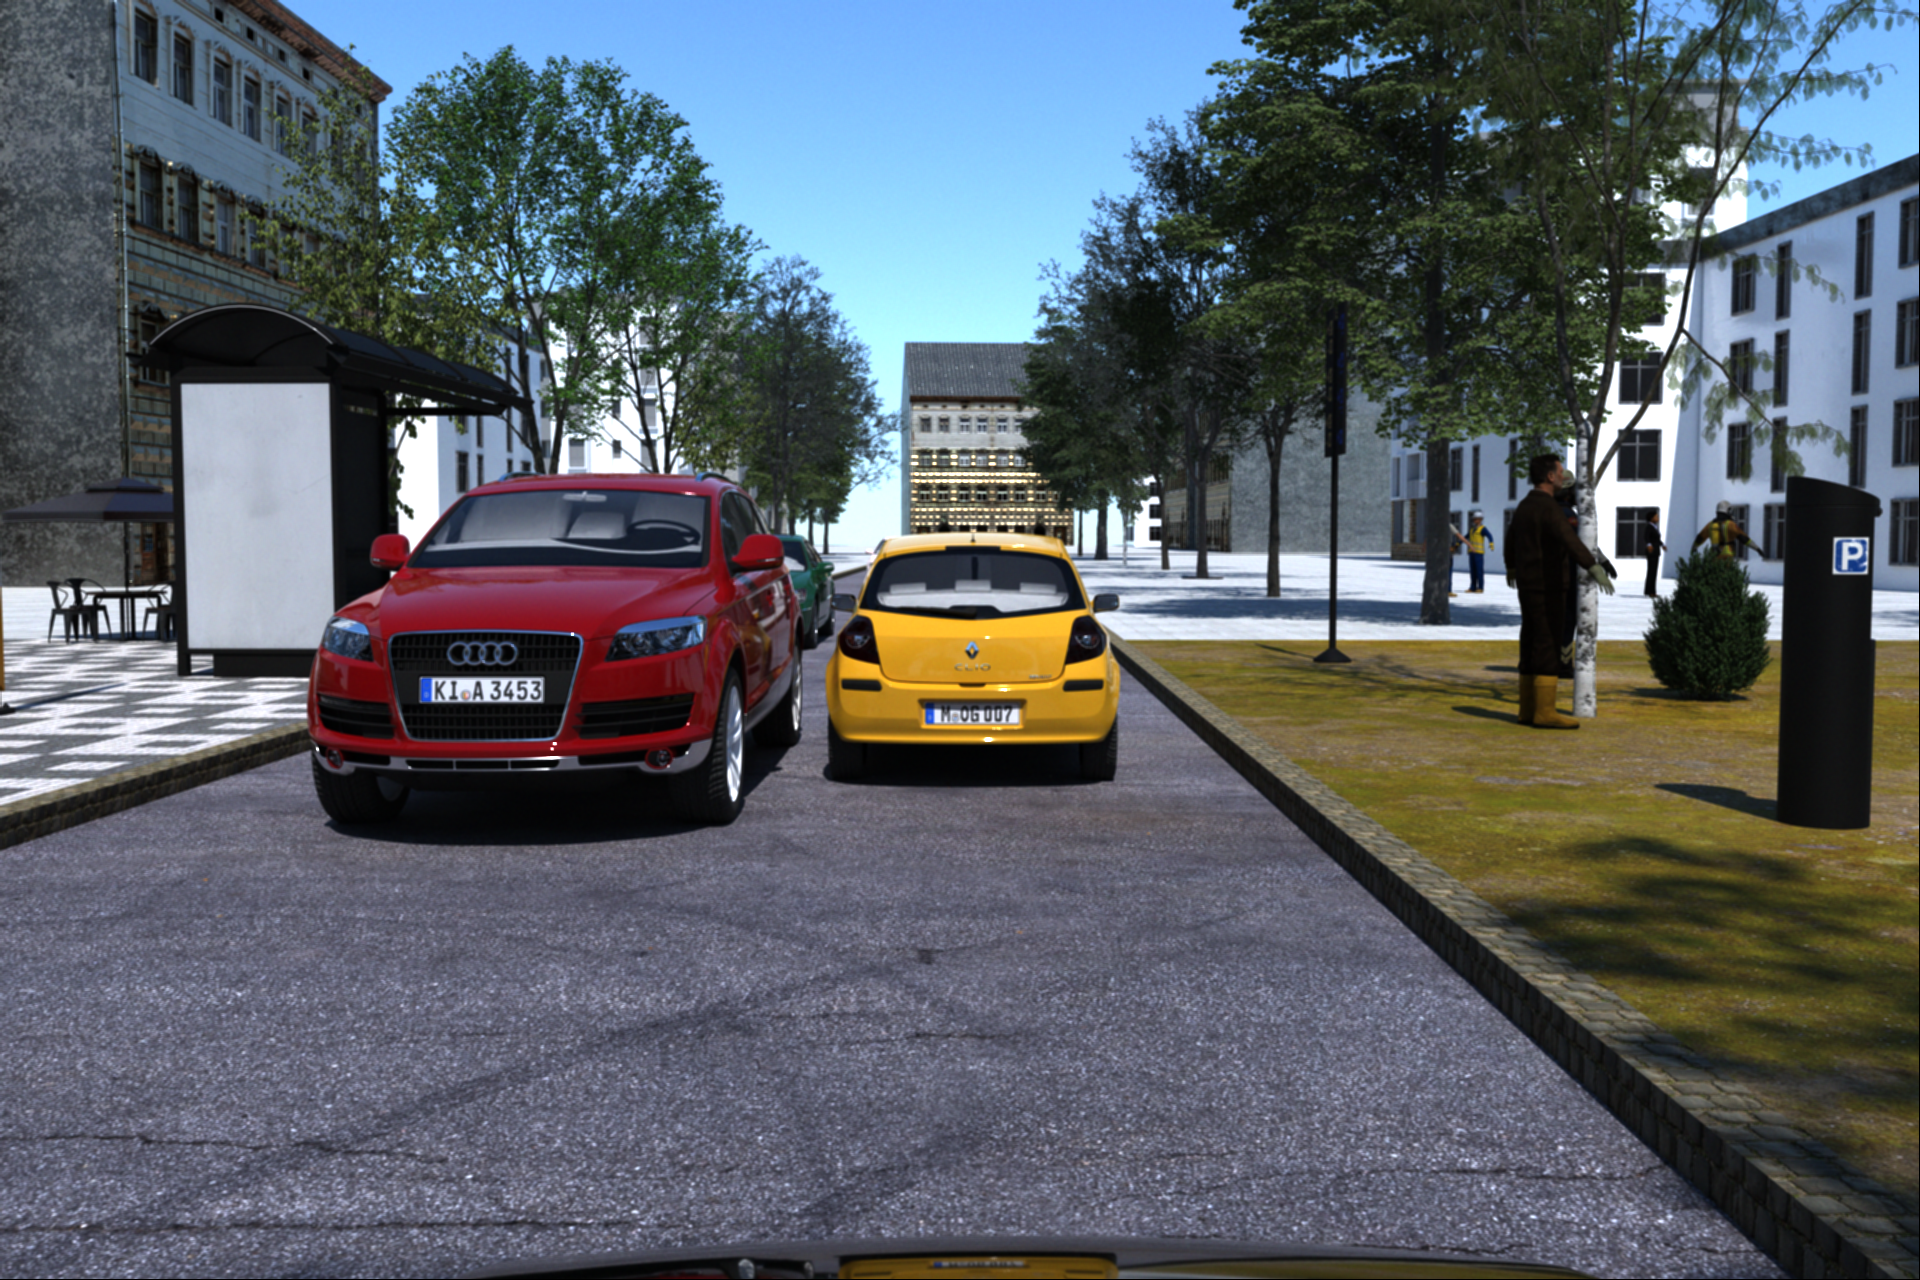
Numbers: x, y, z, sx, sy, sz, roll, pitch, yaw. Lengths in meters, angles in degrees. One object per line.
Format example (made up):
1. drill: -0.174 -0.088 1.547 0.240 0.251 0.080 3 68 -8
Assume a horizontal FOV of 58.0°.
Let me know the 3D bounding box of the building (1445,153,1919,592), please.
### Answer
1. building: 21.903 -6.581 49.743 9.099 9.664 28.070 0 4 0

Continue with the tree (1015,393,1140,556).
1. tree: 6.703 -10.062 98.921 8.767 10.594 7.601 2 4 32

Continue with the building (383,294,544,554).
1. building: -22.423 -8.108 74.707 9.099 9.664 28.070 0 4 1

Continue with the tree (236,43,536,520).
1. tree: -8.966 -4.697 27.163 4.737 8.622 4.395 0 3 0

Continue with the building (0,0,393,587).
1. building: -29.081 -13.401 50.043 19.493 23.208 18.063 0 4 1

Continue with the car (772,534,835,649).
1. car: -2.696 -0.692 23.115 2.131 1.459 4.920 0 4 0

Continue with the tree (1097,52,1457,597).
1. tree: 6.112 -6.135 34.719 7.601 10.594 8.767 -3 5 -42

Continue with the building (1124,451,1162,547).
1. building: 22.019 -14.192 174.188 9.099 9.664 28.070 0 4 1

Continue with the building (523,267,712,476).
1. building: -24.489 -16.264 122.337 16.016 20.090 11.380 0 4 1

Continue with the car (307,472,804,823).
1. car: -2.112 -0.098 10.275 2.281 1.827 5.304 0 4 0

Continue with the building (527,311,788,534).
1. building: -25.634 -17.564 153.628 16.747 18.905 31.486 0 4 1

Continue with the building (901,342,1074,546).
1. building: 2.752 -22.287 197.773 18.063 23.208 19.493 0 4 -5

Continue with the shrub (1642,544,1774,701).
1. shrub: 5.804 -0.143 13.451 1.383 1.207 1.383 0 3 0

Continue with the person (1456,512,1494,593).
1. person: 11.209 -1.914 37.763 0.721 1.772 1.216 -2 4 -25

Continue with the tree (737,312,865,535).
1. tree: -8.375 -10.457 89.092 7.486 12.596 7.792 0 3 0

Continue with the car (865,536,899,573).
1. car: -1.566 -2.197 48.286 2.083 1.381 4.827 0 4 1

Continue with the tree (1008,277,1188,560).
1. tree: 6.936 -10.898 84.831 9.857 13.997 8.962 0 3 0

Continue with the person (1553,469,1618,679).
1. person: 5.378 -0.591 15.448 0.705 1.856 1.354 -1 4 -12

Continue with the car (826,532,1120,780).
1. car: 0.095 -0.080 11.530 2.015 1.641 3.980 0 4 1

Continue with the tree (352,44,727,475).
1. tree: -8.666 -6.756 36.210 9.928 11.665 9.643 0 3 0

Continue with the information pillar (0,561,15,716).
1. information pillar: -6.856 -1.265 12.038 0.183 3.616 0.504 0 3 0

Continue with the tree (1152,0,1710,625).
1. tree: 6.653 -6.521 24.747 7.486 12.596 7.792 0 3 0

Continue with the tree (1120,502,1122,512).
1. tree: 19.876 -14.771 191.874 4.360 8.622 3.978 0 3 0

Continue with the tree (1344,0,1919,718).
1. tree: 4.435 -3.778 12.141 4.360 8.622 3.978 0 3 0

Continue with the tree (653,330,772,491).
1. tree: -8.868 -6.731 60.422 4.737 8.622 4.395 0 3 0

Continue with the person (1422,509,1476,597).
1. person: 9.957 -1.813 35.493 0.705 1.847 1.347 -2 4 -34

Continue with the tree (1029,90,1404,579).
1. tree: 6.853 -8.485 49.095 12.009 13.543 11.850 0 3 0

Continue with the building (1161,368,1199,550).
1. building: 27.796 -19.486 149.527 19.493 23.208 18.063 0 3 0

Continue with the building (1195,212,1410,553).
1. building: 27.708 -18.061 126.231 19.493 23.208 18.063 0 4 1

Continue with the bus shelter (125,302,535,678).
1. bus shelter: -6.181 -1.469 17.947 2.014 3.302 5.546 0 4 2

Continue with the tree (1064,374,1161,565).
1. tree: 7.021 -7.398 71.323 4.360 8.622 3.978 0 3 0

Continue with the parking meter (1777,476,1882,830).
1. parking meter: 3.833 0.047 7.649 0.372 1.533 0.369 0 3 0

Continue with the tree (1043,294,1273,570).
1. tree: 7.358 -7.807 62.051 8.767 10.594 7.601 0 4 -6

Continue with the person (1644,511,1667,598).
1. person: 14.034 -1.724 34.901 0.721 1.740 1.216 3 4 36

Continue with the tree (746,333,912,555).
1. tree: -8.046 -11.922 105.287 12.009 13.543 11.850 0 3 0

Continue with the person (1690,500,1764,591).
1. person: 12.954 -1.444 29.377 0.705 1.858 1.354 -2 4 -32

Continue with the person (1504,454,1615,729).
1. person: 3.905 -0.329 11.514 0.704 1.812 1.346 -1 4 -8

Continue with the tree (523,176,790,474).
1. tree: -8.626 -7.590 49.857 9.928 11.665 9.643 0 3 0

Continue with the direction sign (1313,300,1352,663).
1. direction sign: 3.740 -1.547 17.292 0.379 3.537 0.876 0 4 1

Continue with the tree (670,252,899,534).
1. tree: -7.919 -10.083 75.235 12.009 13.543 11.850 0 3 0

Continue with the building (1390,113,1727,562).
1. building: 26.477 -13.940 84.343 16.016 20.090 11.380 0 4 0

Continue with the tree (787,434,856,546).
1. tree: -16.480 -17.464 192.185 9.857 13.997 8.962 0 3 0
